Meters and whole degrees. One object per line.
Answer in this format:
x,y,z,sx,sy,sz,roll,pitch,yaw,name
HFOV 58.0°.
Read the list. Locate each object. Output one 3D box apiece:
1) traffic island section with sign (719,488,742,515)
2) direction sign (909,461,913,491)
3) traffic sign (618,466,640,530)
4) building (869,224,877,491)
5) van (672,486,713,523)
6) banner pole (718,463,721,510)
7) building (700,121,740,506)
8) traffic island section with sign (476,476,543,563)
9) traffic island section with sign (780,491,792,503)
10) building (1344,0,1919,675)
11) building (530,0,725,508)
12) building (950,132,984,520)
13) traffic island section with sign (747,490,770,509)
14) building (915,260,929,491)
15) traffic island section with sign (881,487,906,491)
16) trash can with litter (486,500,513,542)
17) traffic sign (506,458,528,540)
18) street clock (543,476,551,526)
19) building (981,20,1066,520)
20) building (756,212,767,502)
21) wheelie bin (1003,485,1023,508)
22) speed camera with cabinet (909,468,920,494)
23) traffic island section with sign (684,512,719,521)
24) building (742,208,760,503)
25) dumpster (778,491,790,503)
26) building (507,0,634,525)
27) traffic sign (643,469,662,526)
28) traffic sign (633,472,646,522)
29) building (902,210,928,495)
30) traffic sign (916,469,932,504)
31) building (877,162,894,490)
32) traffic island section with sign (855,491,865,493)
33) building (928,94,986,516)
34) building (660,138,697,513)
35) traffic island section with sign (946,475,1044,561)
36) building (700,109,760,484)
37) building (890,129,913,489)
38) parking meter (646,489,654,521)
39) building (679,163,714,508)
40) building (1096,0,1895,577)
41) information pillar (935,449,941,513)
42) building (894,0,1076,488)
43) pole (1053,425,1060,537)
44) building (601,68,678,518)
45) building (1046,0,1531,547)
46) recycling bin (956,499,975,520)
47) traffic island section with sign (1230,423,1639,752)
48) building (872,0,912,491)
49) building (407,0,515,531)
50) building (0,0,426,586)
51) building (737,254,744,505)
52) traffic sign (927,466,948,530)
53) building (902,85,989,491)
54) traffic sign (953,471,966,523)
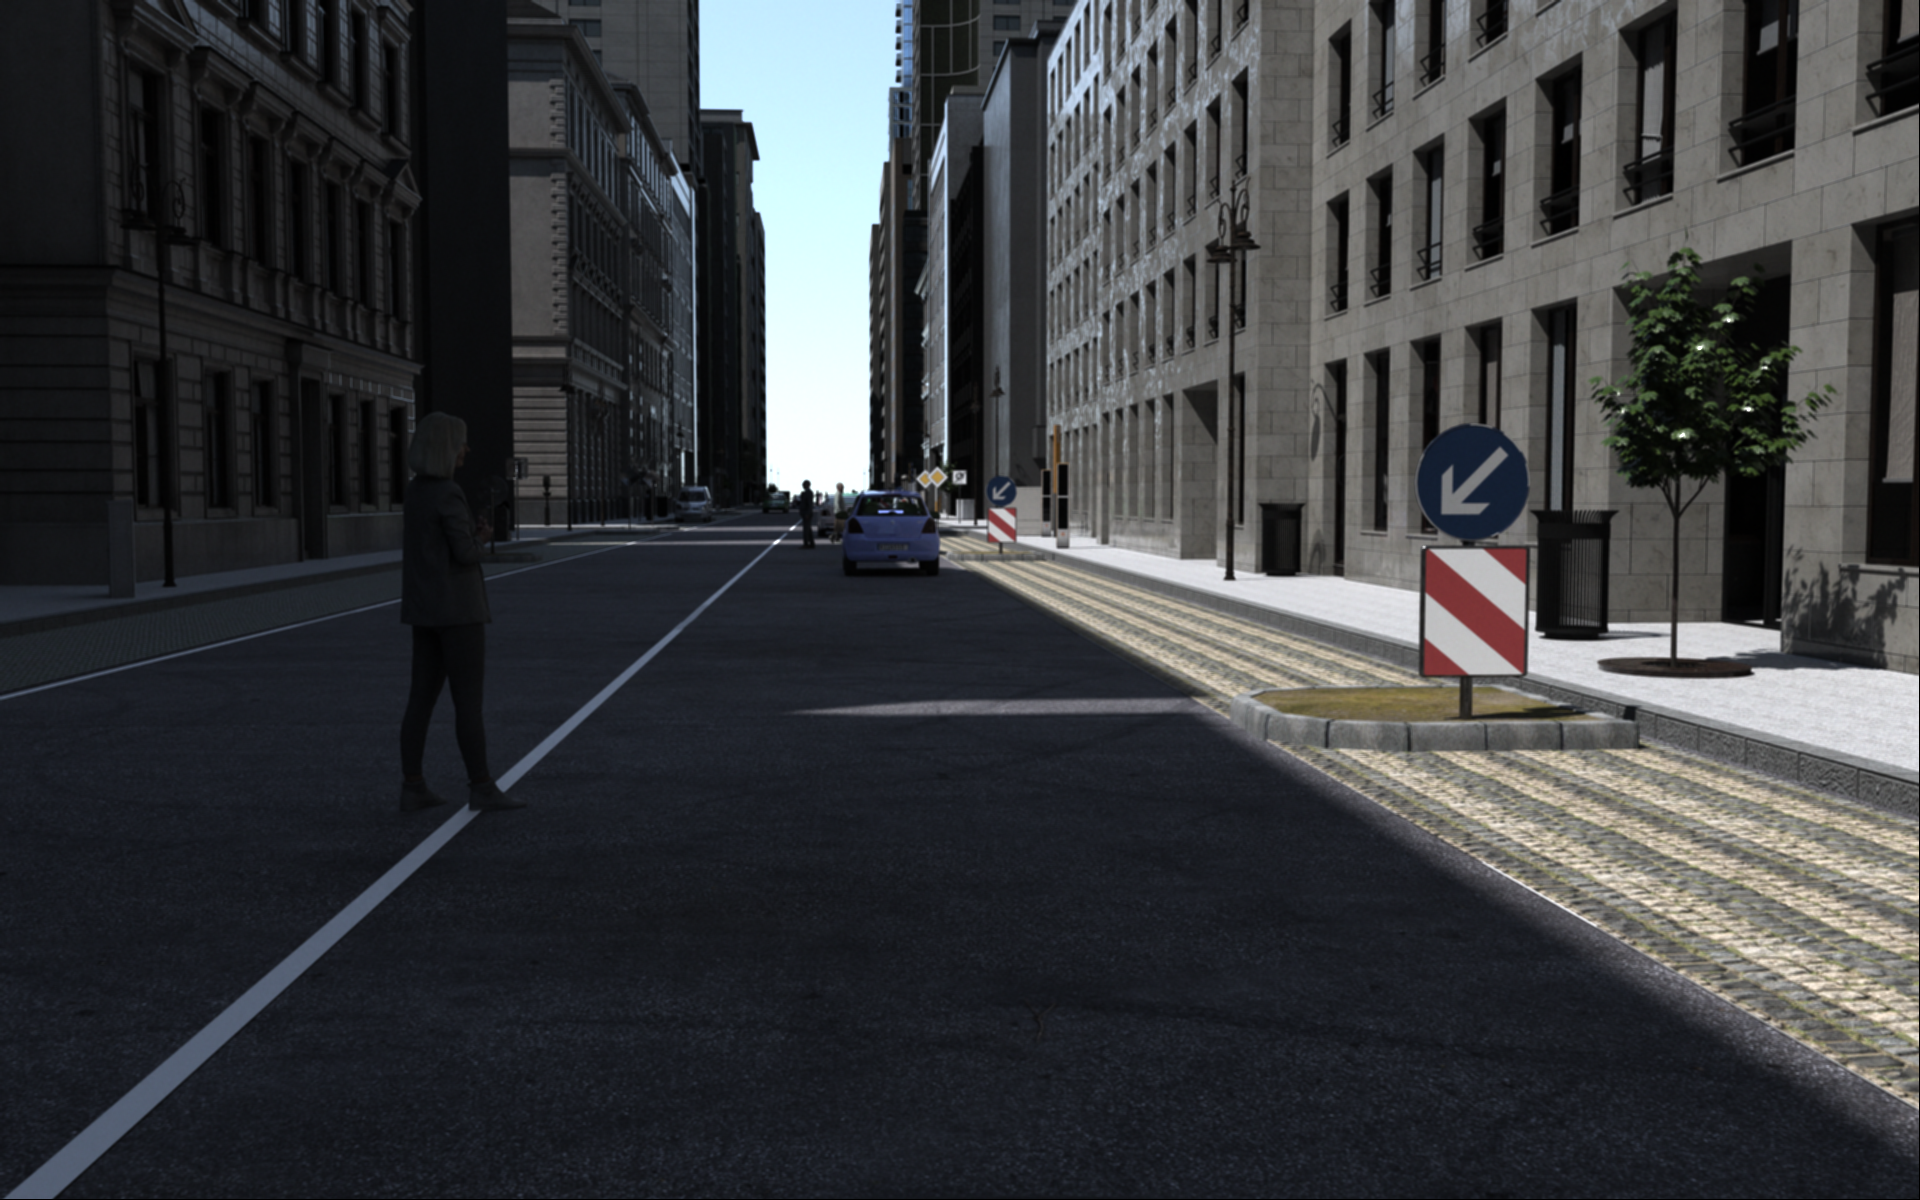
-16.054,-6.759,119.143,1.989,1.847,2.006,0,4,-4,traffic island section with sign
-3.420,-7.864,120.568,0.379,3.537,0.876,-1,4,-21,direction sign
-11.727,-3.535,61.439,0.795,2.450,0.064,0,4,-4,traffic sign
-4.425,-40.946,293.172,21.300,48.544,21.600,0,4,-4,building
-13.432,-4.906,87.216,2.013,2.044,4.112,0,4,-5,van
-19.373,-9.149,139.606,0.401,3.779,0.863,1,4,12,banner pole
-31.112,-30.647,184.672,14.154,41.232,14.086,0,4,-4,building
-9.893,-1.704,36.495,1.989,1.847,2.006,0,4,-4,traffic island section with sign
-27.882,-16.503,278.449,1.989,1.847,2.006,0,4,-4,traffic island section with sign
11.409,-10.068,19.363,10.420,20.320,16.860,0,4,-4,building
-33.328,-44.525,166.230,20.563,71.187,20.611,0,4,-4,building
6.149,-16.213,94.768,12.332,23.373,15.834,0,4,-4,building
-19.704,-9.768,168.339,1.989,1.847,2.006,0,4,-4,traffic island section with sign
2.775,-18.252,134.578,11.583,22.565,21.152,0,4,-4,building
-3.342,-5.114,92.249,1.989,1.847,2.006,0,4,-4,traffic island section with sign
-12.423,-2.162,46.728,0.624,1.170,1.055,0,4,-5,trash can with litter
-12.450,-2.849,48.714,0.606,2.300,0.079,0,4,-2,traffic sign
-16.631,-3.987,69.750,0.358,2.002,0.471,0,4,-5,street clock
16.548,-15.900,79.036,30.058,24.678,14.314,0,4,-4,building
-42.482,-40.135,279.910,21.300,48.544,21.600,0,4,-4,building
1.884,-3.142,59.273,0.980,1.594,0.693,-1,4,-21,wheelie bin
-3.543,-8.573,134.506,0.660,3.252,2.038,1,4,9,speed camera with cabinet
-14.035,-5.115,92.263,1.989,1.847,2.006,0,4,-4,traffic island section with sign
-37.620,-37.449,262.401,14.600,45.320,14.200,0,4,-4,building
-26.162,-15.235,257.302,1.865,1.857,1.264,0,4,-3,dumpster
-21.591,-15.331,79.538,11.050,23.489,19.941,0,4,-4,building
-12.318,-4.022,69.402,0.795,2.450,0.064,0,4,-4,traffic sign
-14.730,-4.738,79.602,0.606,2.300,0.079,0,4,4,traffic sign
1.004,-24.877,178.441,14.160,30.474,14.107,0,4,-4,building
-1.403,-4.070,70.190,0.795,2.450,0.064,0,4,-4,traffic sign
-0.193,-37.734,240.646,21.300,48.544,21.600,0,4,-4,building
-11.125,-11.516,196.908,1.989,1.847,2.006,0,4,-4,traffic island section with sign
4.499,-18.047,113.095,12.078,24.808,19.932,0,4,-4,building
-25.868,-18.766,124.840,12.078,24.808,19.932,0,4,-4,building
0.719,-1.775,37.645,1.989,1.847,2.006,0,4,-4,traffic island section with sign
-42.544,-39.836,240.559,28.713,52.752,27.495,0,4,-4,building
-1.332,-34.441,213.215,14.600,45.320,14.200,0,4,-4,building
-14.974,-4.601,83.631,0.372,1.533,0.369,0,3,0,parking meter
-29.073,-23.163,150.414,14.160,30.474,14.107,0,4,-4,building
9.318,-11.091,36.083,10.420,20.320,16.860,0,4,-4,building
-1.139,-6.038,90.075,0.183,3.616,0.504,2,4,27,information pillar
3.134,-46.274,194.834,20.563,71.187,20.611,0,4,-4,building
2.862,-3.505,51.157,0.158,3.312,0.155,0,3,0,pole
-23.816,-18.626,101.798,12.463,27.353,25.104,0,4,-4,building
8.860,-12.121,52.924,10.420,20.320,16.860,0,4,-4,building
0.276,-4.436,85.085,0.722,1.027,0.722,-2,4,-25,recycling bin
2.724,-0.116,10.521,1.989,1.847,2.006,0,4,-4,traffic island section with sign
-2.055,-58.288,265.673,22.319,86.520,31.000,0,4,-4,building
-22.942,-13.657,52.966,15.834,23.373,12.332,0,4,-4,building
-17.185,-10.268,32.506,10.561,19.102,19.286,0,4,-4,building
-32.533,-26.190,199.903,14.160,30.474,14.107,0,4,-4,building
-0.811,-3.583,62.227,0.795,2.450,0.064,0,4,-4,traffic sign
10.841,-28.578,159.131,32.217,40.220,23.993,0,4,-4,building
-0.013,-4.486,75.471,0.606,2.300,0.079,0,4,0,traffic sign
